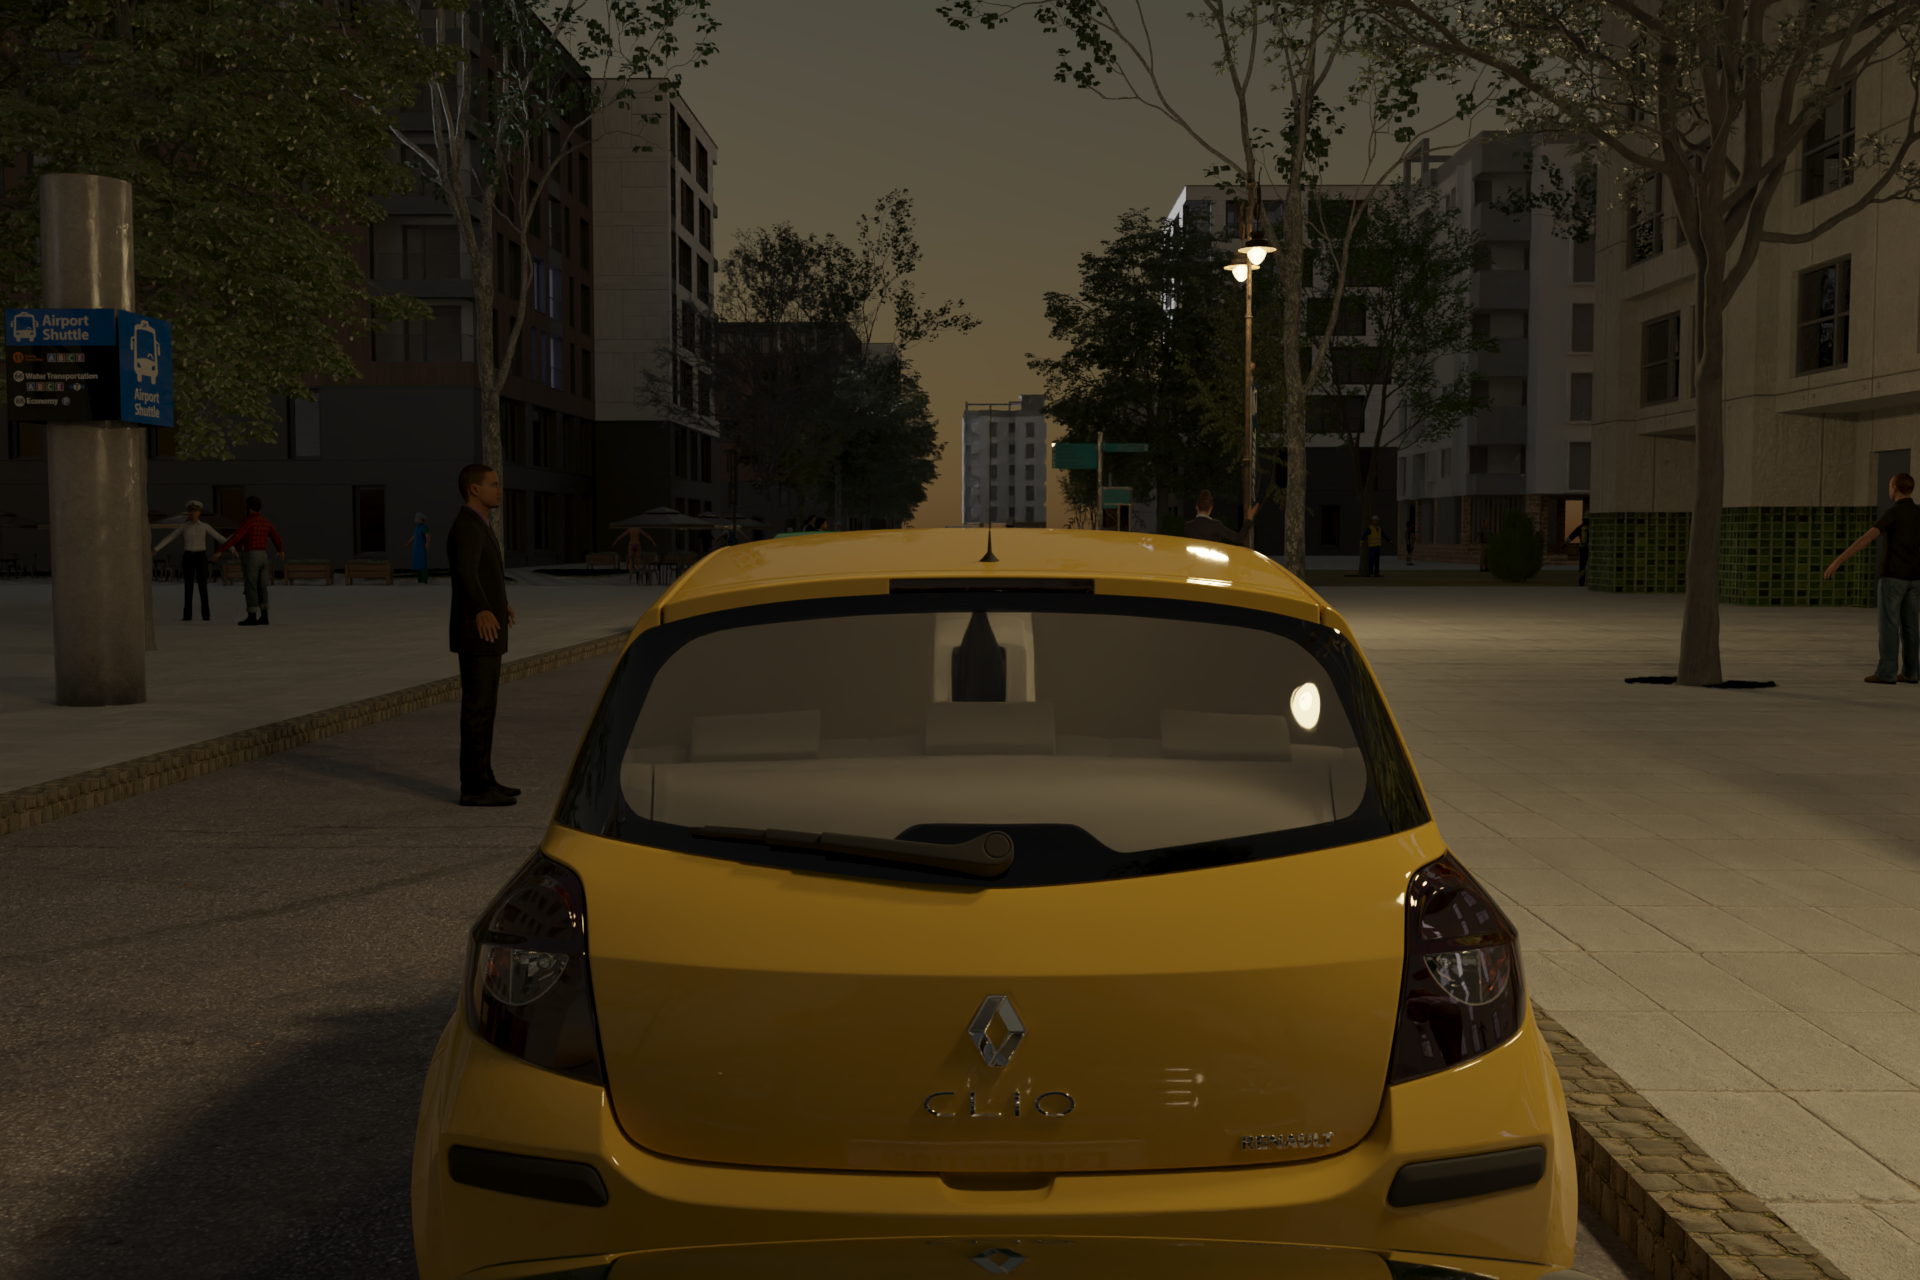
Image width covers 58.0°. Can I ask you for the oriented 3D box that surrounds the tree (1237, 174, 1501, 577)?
[{"bbox_3d":[12.053,-7.692,51.520,9.928,11.665,9.643,0,3,0],"label":"tree"}]

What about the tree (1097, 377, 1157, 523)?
[{"bbox_3d":[8.003,-8.066,82.236,4.737,8.622,4.395,0,3,0],"label":"tree"}]

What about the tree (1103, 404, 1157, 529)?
[{"bbox_3d":[8.118,-8.444,88.420,4.360,8.622,3.978,0,3,0],"label":"tree"}]

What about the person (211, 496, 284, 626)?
[{"bbox_3d":[-9.923,-1.113,24.309,0.704,1.816,1.345,1,4,20],"label":"person"}]

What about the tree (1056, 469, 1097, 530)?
[{"bbox_3d":[9.713,-11.679,141.315,4.360,8.622,3.978,0,3,0],"label":"tree"}]

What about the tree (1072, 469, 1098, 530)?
[{"bbox_3d":[8.562,-9.671,108.489,4.737,8.622,4.395,0,3,0],"label":"tree"}]

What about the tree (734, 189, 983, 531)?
[{"bbox_3d":[-5.543,-14.598,94.565,12.611,20.169,13.585,0,3,0],"label":"tree"}]

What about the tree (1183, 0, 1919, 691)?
[{"bbox_3d":[6.281,-6.348,14.163,12.009,13.543,11.850,0,3,0],"label":"tree"}]

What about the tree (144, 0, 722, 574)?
[{"bbox_3d":[-9.978,-10.765,31.904,12.611,20.169,13.585,0,3,0],"label":"tree"}]

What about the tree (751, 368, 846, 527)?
[{"bbox_3d":[-7.206,-7.717,76.529,4.737,8.622,4.395,0,3,0],"label":"tree"}]

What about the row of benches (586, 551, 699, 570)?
[{"bbox_3d":[-11.261,-2.843,61.947,4.104,0.672,1.422,0,4,4],"label":"row of benches"}]

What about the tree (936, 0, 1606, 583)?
[{"bbox_3d":[5.651,-10.806,32.571,12.611,20.169,13.585,0,3,0],"label":"tree"}]

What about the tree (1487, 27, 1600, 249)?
[{"bbox_3d":[25.562,-12.605,61.984,12.611,20.169,13.585,0,3,0],"label":"tree"}]

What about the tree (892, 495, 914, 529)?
[{"bbox_3d":[-5.486,-12.149,149.001,4.737,8.622,4.395,0,3,0],"label":"tree"}]

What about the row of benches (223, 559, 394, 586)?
[{"bbox_3d":[-16.328,-1.698,43.222,4.104,0.672,1.422,-1,4,-9],"label":"row of benches"}]

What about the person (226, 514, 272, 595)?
[{"bbox_3d":[-15.041,-1.830,36.749,1.217,1.735,0.721,-1,4,-18],"label":"person"}]

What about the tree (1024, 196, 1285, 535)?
[{"bbox_3d":[7.577,-9.716,65.516,9.857,13.997,8.962,0,3,0],"label":"tree"}]

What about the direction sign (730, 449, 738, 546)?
[{"bbox_3d":[-6.052,-3.333,46.493,0.379,3.537,0.876,0,4,3],"label":"direction sign"}]

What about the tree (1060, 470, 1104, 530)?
[{"bbox_3d":[9.241,-10.984,129.949,4.737,8.622,4.395,0,3,0],"label":"tree"}]

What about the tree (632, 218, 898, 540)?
[{"bbox_3d":[-7.540,-9.637,67.941,12.009,13.543,11.850,0,3,0],"label":"tree"}]

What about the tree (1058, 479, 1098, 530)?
[{"bbox_3d":[18.409,-19.987,237.163,12.009,13.543,11.850,0,3,0],"label":"tree"}]

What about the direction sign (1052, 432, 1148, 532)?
[{"bbox_3d":[3.684,-3.439,44.998,2.525,3.948,1.411,0,4,-1],"label":"direction sign"}]

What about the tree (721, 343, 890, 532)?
[{"bbox_3d":[-7.559,-9.156,84.110,8.767,10.594,7.601,0,4,0],"label":"tree"}]

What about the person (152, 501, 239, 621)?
[{"bbox_3d":[-11.322,-1.172,25.622,1.216,1.778,0.721,-1,4,-18],"label":"person"}]

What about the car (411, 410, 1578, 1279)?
[{"bbox_3d":[0.050,0.371,4.163,2.015,1.641,3.980,0,3,0],"label":"car"}]

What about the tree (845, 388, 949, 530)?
[{"bbox_3d":[-5.693,-14.262,139.840,9.857,13.997,8.962,0,3,0],"label":"tree"}]

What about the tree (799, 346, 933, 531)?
[{"bbox_3d":[-6.483,-12.903,117.621,9.857,13.997,8.962,0,3,0],"label":"tree"}]

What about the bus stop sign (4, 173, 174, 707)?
[{"bbox_3d":[-6.518,-1.469,13.033,0.837,3.901,0.837,0,4,1],"label":"bus stop sign"}]

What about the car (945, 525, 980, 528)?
[{"bbox_3d":[0.124,-3.892,72.309,2.281,1.827,5.304,0,4,2],"label":"car"}]

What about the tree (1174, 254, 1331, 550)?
[{"bbox_3d":[7.620,-5.792,45.068,4.737,8.622,4.395,0,3,0],"label":"tree"}]

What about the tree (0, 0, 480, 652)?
[{"bbox_3d":[-9.249,-6.170,19.012,7.486,12.596,7.792,0,3,0],"label":"tree"}]

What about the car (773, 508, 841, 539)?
[{"bbox_3d":[-1.822,-0.859,22.842,1.959,1.807,4.718,0,4,1],"label":"car"}]

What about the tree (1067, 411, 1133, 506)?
[{"bbox_3d":[8.360,-8.958,96.825,4.737,8.622,4.395,0,3,0],"label":"tree"}]
